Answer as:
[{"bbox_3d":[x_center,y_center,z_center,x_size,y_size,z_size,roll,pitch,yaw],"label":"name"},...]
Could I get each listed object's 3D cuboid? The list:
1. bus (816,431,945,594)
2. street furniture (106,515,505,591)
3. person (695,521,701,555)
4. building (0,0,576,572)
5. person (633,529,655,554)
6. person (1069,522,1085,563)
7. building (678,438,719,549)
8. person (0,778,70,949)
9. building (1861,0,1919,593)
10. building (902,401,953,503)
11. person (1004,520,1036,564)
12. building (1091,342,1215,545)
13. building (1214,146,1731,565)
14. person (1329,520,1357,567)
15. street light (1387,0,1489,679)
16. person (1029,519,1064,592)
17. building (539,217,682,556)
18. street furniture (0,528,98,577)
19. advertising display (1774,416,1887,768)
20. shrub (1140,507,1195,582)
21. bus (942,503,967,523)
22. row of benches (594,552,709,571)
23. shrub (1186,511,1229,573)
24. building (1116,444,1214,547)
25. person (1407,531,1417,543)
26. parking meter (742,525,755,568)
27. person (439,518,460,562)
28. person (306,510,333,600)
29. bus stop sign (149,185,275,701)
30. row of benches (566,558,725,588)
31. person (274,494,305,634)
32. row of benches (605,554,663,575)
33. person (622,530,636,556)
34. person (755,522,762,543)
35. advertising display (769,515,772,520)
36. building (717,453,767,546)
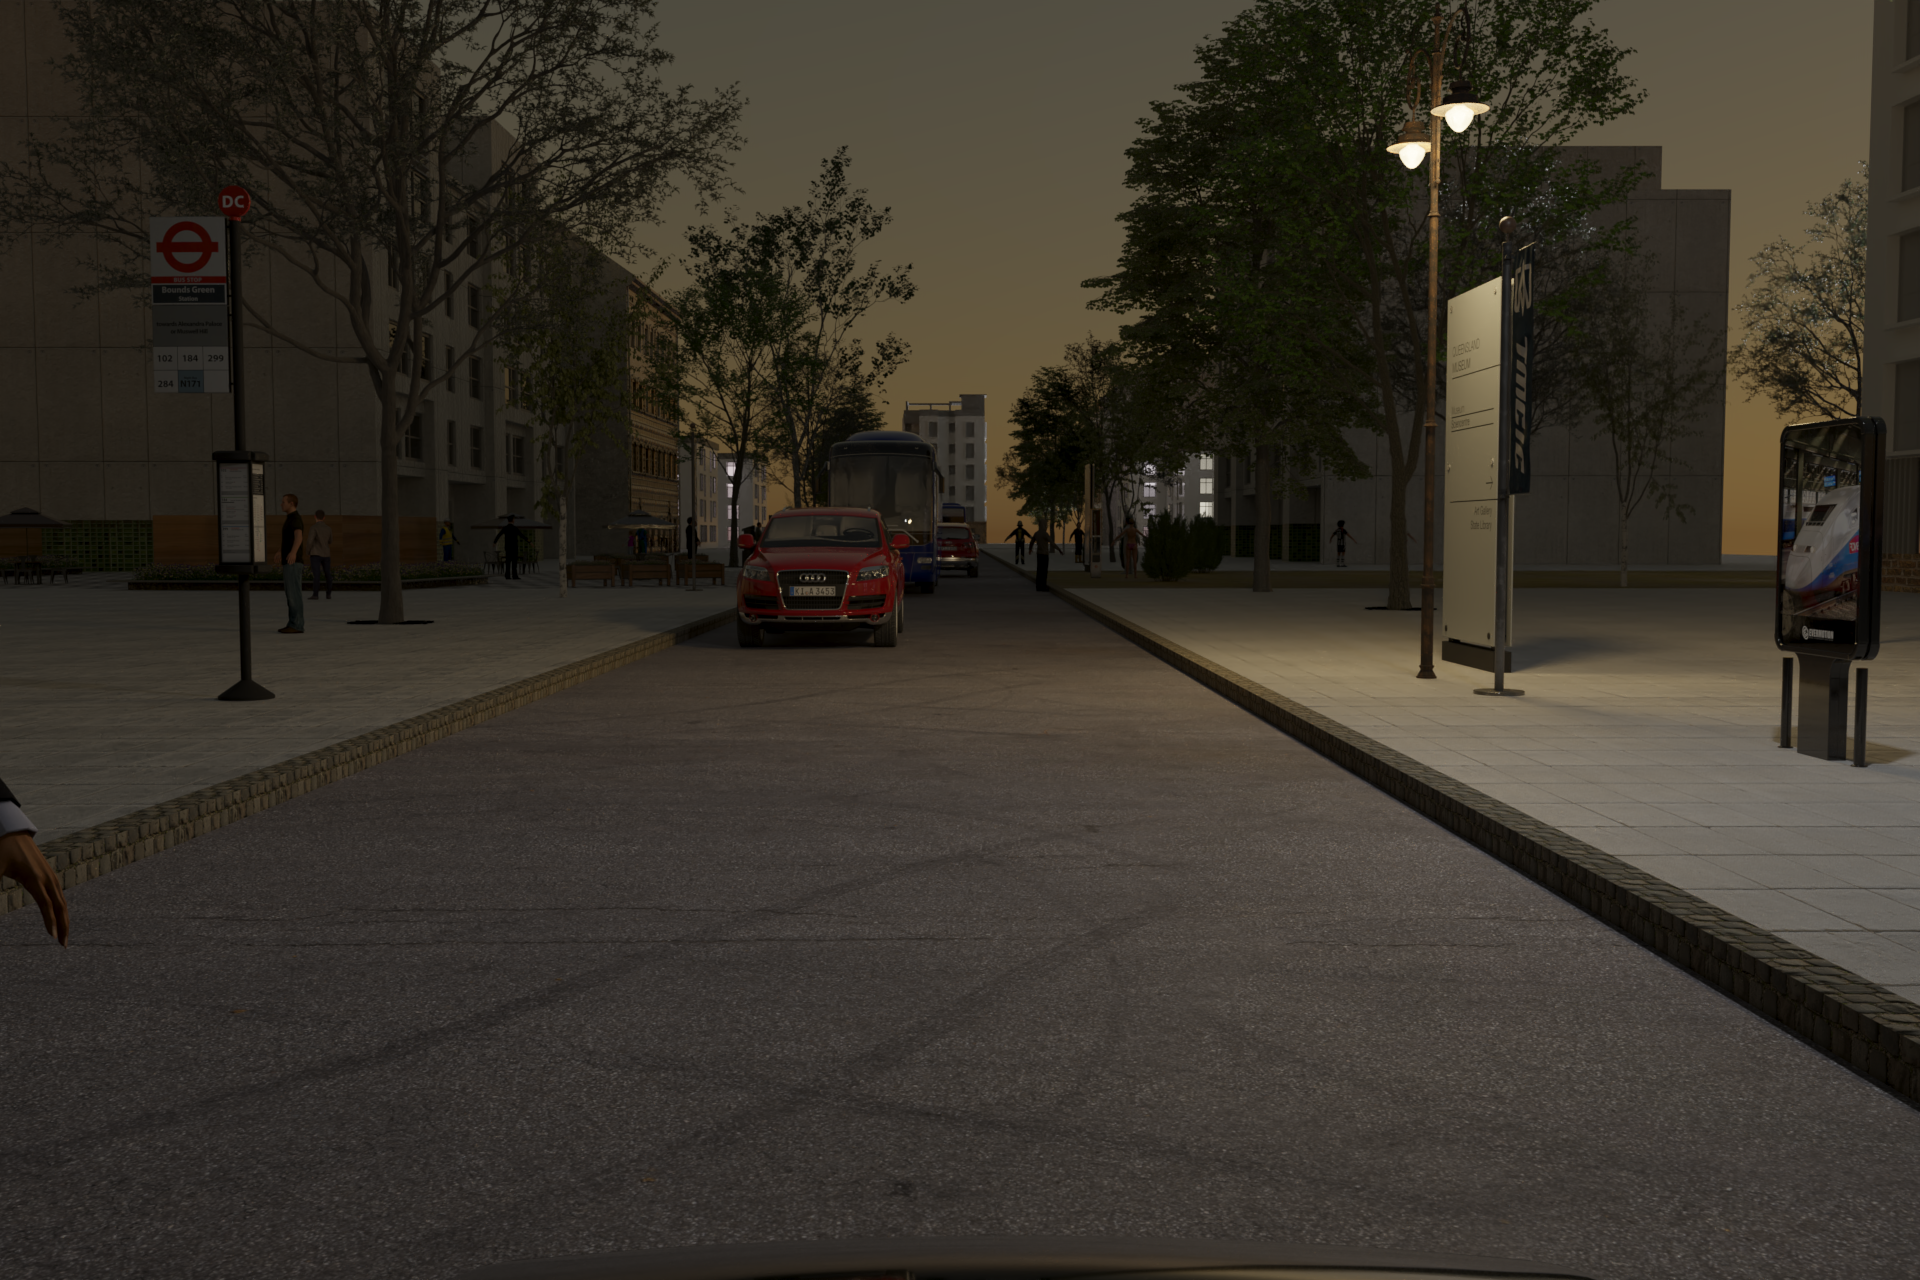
[{"bbox_3d":[-1.784,-3.258,44.821,2.896,3.916,12.251,0,3,0],"label":"bus"},{"bbox_3d":[-15.418,-2.103,41.231,11.010,1.723,9.812,0,4,7],"label":"street furniture"},{"bbox_3d":[-9.961,-3.598,65.053,0.704,1.802,1.346,-1,4,-19],"label":"person"},{"bbox_3d":[-28.144,-12.662,73.489,16.747,18.905,31.486,0,4,-1],"label":"building"},{"bbox_3d":[-14.242,-4.380,77.733,1.347,1.817,0.704,3,4,36],"label":"person"},{"bbox_3d":[5.283,-4.319,76.750,1.346,1.812,0.704,-3,5,-40],"label":"person"},{"bbox_3d":[-26.996,-13.419,161.545,9.099,9.664,28.070,0,4,-1],"label":"building"},{"bbox_3d":[-1.728,0.433,2.093,1.216,1.740,0.721,-1,4,-13],"label":"person"},{"bbox_3d":[25.575,-11.048,37.061,16.016,20.090,11.380,0,4,-1],"label":"building"},{"bbox_3d":[-7.529,-23.168,237.673,11.380,20.090,16.016,0,4,-4],"label":"building"},{"bbox_3d":[2.536,-4.128,73.272,1.354,1.856,0.705,0,4,5],"label":"person"},{"bbox_3d":[25.233,-22.836,204.296,19.493,23.208,18.063,0,4,0],"label":"building"},{"bbox_3d":[23.551,-13.531,87.693,16.747,18.905,31.486,0,3,0],"label":"building"},{"bbox_3d":[14.805,-3.733,67.176,0.704,1.843,1.345,-3,4,-37],"label":"person"},{"bbox_3d":[4.153,-2.596,15.240,0.468,5.910,1.993,0,4,-1],"label":"street light"},{"bbox_3d":[2.084,-2.116,43.184,0.705,1.813,1.348,-2,4,-35],"label":"person"},{"bbox_3d":[-28.745,-17.122,110.870,19.493,23.208,18.063,0,3,0],"label":"building"},{"bbox_3d":[-31.369,-2.754,51.883,11.010,1.723,9.812,1,4,8],"label":"street furniture"},{"bbox_3d":[4.959,-0.288,9.916,0.123,1.923,0.974,0,4,0],"label":"advertising display"},{"bbox_3d":[5.612,-2.595,46.843,1.690,2.028,1.600,0,3,0],"label":"shrub"},{"bbox_3d":[-0.818,-8.841,136.095,2.896,3.916,12.251,0,4,0],"label":"bus"},{"bbox_3d":[-10.793,-2.733,60.151,4.104,0.672,1.422,-2,4,-26],"label":"row of benches"},{"bbox_3d":[7.925,-3.219,56.667,1.661,2.075,1.752,0,3,0],"label":"shrub"},{"bbox_3d":[21.564,-14.275,175.549,9.099,9.664,28.070,0,4,0],"label":"building"},{"bbox_3d":[18.082,-3.971,70.784,0.705,1.847,1.347,-2,4,-35],"label":"person"},{"bbox_3d":[-5.967,-2.475,48.871,0.372,1.533,0.369,0,3,0],"label":"parking meter"},{"bbox_3d":[-17.535,-3.263,59.325,0.705,1.833,1.349,1,4,11],"label":"person"},{"bbox_3d":[-12.661,-1.683,34.093,0.617,1.759,0.750,-3,5,-42],"label":"person"},{"bbox_3d":[-5.775,-1.508,13.366,0.855,3.939,0.416,0,4,0],"label":"bus stop sign"},{"bbox_3d":[-7.825,-1.664,42.665,4.104,0.672,1.422,-2,4,-31],"label":"row of benches"},{"bbox_3d":[-8.677,-0.992,22.429,0.705,1.803,1.348,-2,4,-29],"label":"person"},{"bbox_3d":[-9.961,-2.296,53.010,1.422,0.672,4.104,-2,4,-28],"label":"row of benches"},{"bbox_3d":[-13.512,-3.763,70.785,0.599,1.433,0.991,1,4,22],"label":"person"},{"bbox_3d":[-8.594,-4.161,74.305,0.705,1.796,1.348,-2,4,-25],"label":"person"},{"bbox_3d":[-6.351,-3.264,58.588,0.123,1.923,0.974,0,4,1],"label":"advertising display"},{"bbox_3d":[-25.932,-15.351,193.132,9.099,9.664,28.070,0,4,0],"label":"building"}]
